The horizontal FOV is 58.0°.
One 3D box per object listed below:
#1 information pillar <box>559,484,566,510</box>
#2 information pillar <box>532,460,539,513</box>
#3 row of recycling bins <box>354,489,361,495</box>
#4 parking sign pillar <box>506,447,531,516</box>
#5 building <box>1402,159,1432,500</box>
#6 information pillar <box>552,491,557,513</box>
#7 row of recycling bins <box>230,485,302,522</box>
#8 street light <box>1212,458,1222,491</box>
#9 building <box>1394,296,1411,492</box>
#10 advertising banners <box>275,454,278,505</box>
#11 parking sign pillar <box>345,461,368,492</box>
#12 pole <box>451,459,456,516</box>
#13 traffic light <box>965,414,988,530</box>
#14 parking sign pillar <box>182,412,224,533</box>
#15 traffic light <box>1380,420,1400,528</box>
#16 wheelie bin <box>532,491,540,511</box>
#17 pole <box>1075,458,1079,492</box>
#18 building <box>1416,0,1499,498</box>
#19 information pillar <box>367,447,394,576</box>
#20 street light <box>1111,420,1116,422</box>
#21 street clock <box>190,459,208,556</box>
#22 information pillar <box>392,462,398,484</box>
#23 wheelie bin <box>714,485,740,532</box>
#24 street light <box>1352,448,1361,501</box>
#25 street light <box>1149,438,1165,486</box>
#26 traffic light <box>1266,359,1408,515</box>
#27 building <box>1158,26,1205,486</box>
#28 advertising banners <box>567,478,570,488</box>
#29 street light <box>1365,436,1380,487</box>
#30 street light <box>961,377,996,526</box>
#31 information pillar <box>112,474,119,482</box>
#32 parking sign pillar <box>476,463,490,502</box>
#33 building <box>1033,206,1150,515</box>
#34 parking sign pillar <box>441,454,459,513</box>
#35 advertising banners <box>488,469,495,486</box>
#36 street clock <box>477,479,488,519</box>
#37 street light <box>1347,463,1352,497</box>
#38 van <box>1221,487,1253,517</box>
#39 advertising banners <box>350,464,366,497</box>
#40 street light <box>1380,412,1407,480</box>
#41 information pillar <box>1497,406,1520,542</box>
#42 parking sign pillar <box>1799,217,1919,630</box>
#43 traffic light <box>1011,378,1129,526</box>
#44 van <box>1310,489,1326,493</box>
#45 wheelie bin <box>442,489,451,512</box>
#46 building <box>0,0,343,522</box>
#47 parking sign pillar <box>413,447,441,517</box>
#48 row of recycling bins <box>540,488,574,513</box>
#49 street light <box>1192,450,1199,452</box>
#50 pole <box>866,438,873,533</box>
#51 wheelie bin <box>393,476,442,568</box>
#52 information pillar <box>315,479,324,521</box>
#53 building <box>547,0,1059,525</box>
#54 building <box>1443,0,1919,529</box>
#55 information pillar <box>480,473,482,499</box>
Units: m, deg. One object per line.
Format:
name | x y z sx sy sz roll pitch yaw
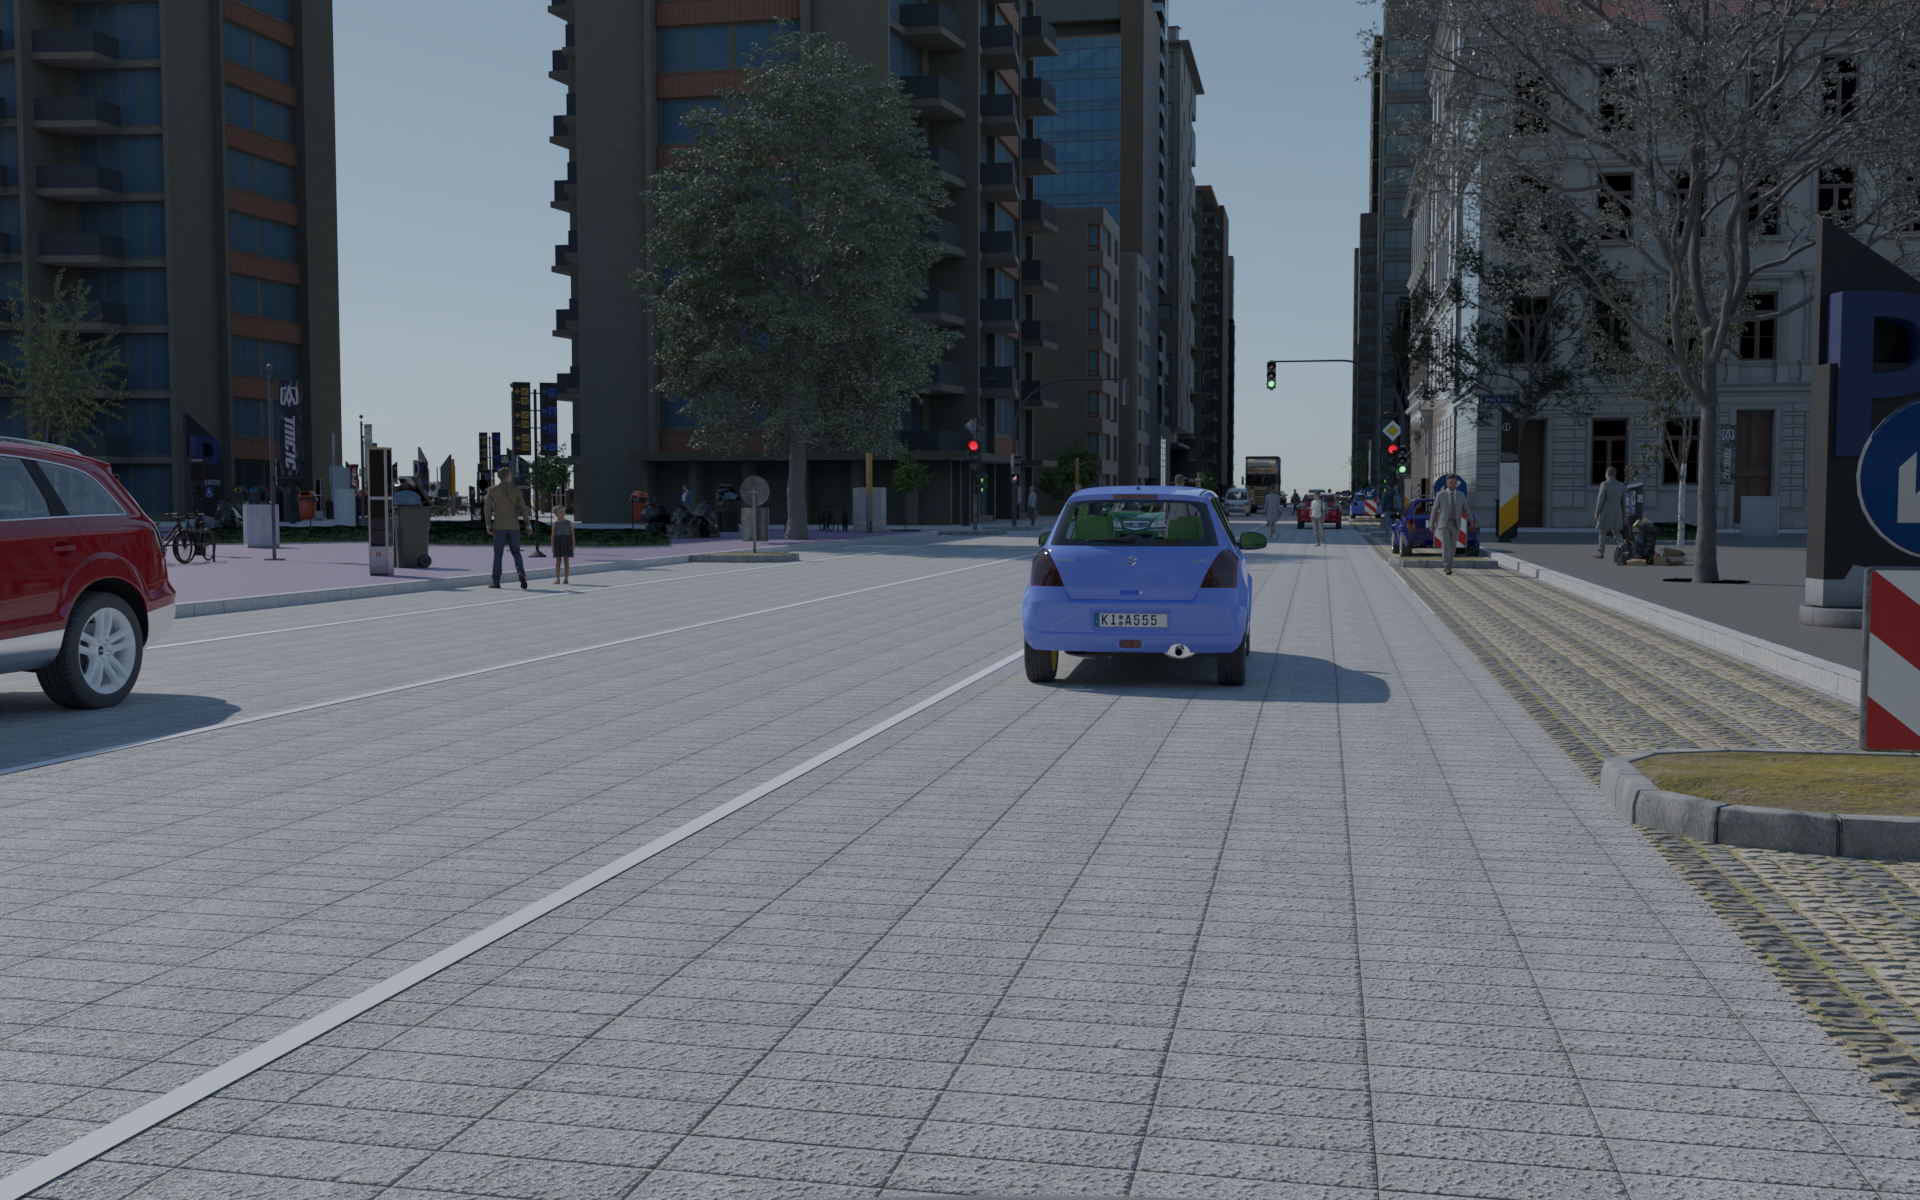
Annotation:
information pillar | -24.887 -6.357 108.436 0.304 2.012 0.304 -2 4 -29
information pillar | -29.440 -7.875 120.114 0.183 3.616 0.504 2 4 26
row of recycling bins | -46.909 -7.709 133.151 3.534 1.692 1.069 2 4 29
parking sign pillar | -25.481 -6.825 100.057 1.447 3.967 1.447 -2 4 -31
building | 33.143 -16.972 106.369 11.050 23.489 19.941 1 4 12
information pillar | -26.921 -6.762 115.043 0.304 2.012 0.304 0 4 -5
row of recycling bins | -31.999 -4.447 79.828 3.534 1.692 1.069 1 4 11
street light | 33.424 -15.468 225.439 1.470 5.913 1.316 1 4 12
building | 41.080 -16.015 129.302 16.820 18.784 16.811 1 4 12
advertising banners | -29.793 -4.851 75.504 0.090 3.025 2.074 -1 4 -22
parking sign pillar | -50.027 -9.430 142.658 1.447 3.967 1.447 1 4 15
pole | -29.504 -6.543 100.827 0.158 3.312 0.155 0 3 0
traffic light | 0.548 -4.415 61.098 0.839 4.253 0.868 1 4 12
parking sign pillar | -25.209 -4.238 57.762 1.447 3.967 1.447 1 4 22
traffic light | 16.438 -4.712 65.969 0.839 4.253 0.868 1 4 12
wheelie bin | -32.648 -7.707 133.912 0.980 1.594 0.693 2 4 32
pole | 6.587 -6.344 97.561 0.158 3.312 0.155 0 3 0
building | 30.332 -18.354 85.988 13.634 28.700 20.117 1 4 12
information pillar | -9.105 -1.390 27.222 0.304 2.012 0.304 0 4 0
street light | 9.129 -8.349 109.052 1.470 5.913 1.316 1 4 12
street clock | -15.889 -1.933 36.172 0.358 2.002 0.471 -1 4 -12
information pillar | -39.885 -8.001 122.178 0.504 3.616 0.183 -1 4 -22
wheelie bin | -7.858 -3.093 58.477 0.980 1.594 0.693 3 5 39
street light | 40.535 -12.351 174.487 1.470 5.913 1.316 1 4 12
street light | 16.343 -10.491 144.061 1.470 5.913 1.316 1 4 12
traffic light | 12.741 -5.124 58.437 4.771 5.953 1.251 1 4 12
building | 13.281 -37.549 203.162 28.713 52.752 27.495 1 4 12
advertising banners | -33.763 -9.181 146.292 2.074 3.025 0.090 1 4 20
street light | 33.254 -10.195 139.234 1.470 5.913 1.316 1 4 12
street light | 0.758 -5.906 69.101 1.470 5.913 1.316 1 4 12
information pillar | -31.422 -3.656 64.267 0.304 2.012 0.304 1 4 15
parking sign pillar | -41.256 -9.895 150.257 1.447 3.967 1.447 0 4 7
building | -1.992 -16.895 121.268 27.650 21.520 28.899 1 4 12
parking sign pillar | -34.845 -7.913 117.852 1.447 3.967 1.447 3 5 43
advertising banners | -32.071 -7.653 121.313 2.074 3.025 0.090 0 4 8
street clock | -22.941 -4.814 83.273 0.471 2.002 0.358 -3 4 -38
street light | 48.836 -14.780 214.194 1.470 5.913 1.316 1 4 12
van | 17.852 -6.388 111.448 2.013 2.044 4.112 1 4 11
advertising banners | -38.732 -7.053 111.502 2.074 3.025 0.090 2 4 33
street light | 24.688 -7.681 98.120 1.470 5.913 1.316 1 4 12
information pillar | 14.561 -3.338 45.929 0.504 3.616 0.183 2 4 29
parking sign pillar | 9.007 -1.733 16.814 1.447 3.967 1.447 0 4 4
traffic light | 4.245 -5.740 68.523 4.771 5.953 1.251 1 4 12
van | 30.393 -8.574 147.199 2.013 2.044 4.112 1 4 13
wheelie bin | -31.619 -5.997 105.964 0.980 1.594 0.693 -1 4 -9
building | -47.892 -26.499 87.891 28.867 44.769 22.147 1 4 12
parking sign pillar | -30.526 -6.705 98.093 1.447 3.967 1.447 -3 4 -36
row of recycling bins | -27.048 -6.793 118.180 3.534 1.692 1.069 1 4 17
street light | 24.791 -12.945 184.184 1.470 5.913 1.316 1 4 12
pole | -2.970 -3.841 56.650 0.158 3.312 0.155 0 3 0
wheelie bin | -9.621 -1.363 30.189 0.693 1.594 0.980 -3 5 -40
information pillar | -30.977 -4.846 83.730 0.304 2.012 0.304 0 4 -1
building | -7.243 -26.264 84.046 22.147 44.769 28.867 1 4 12
building | 30.134 -14.169 67.815 21.152 22.565 11.583 1 4 12
information pillar | -32.316 -7.674 116.824 0.183 3.616 0.504 -1 4 -19
